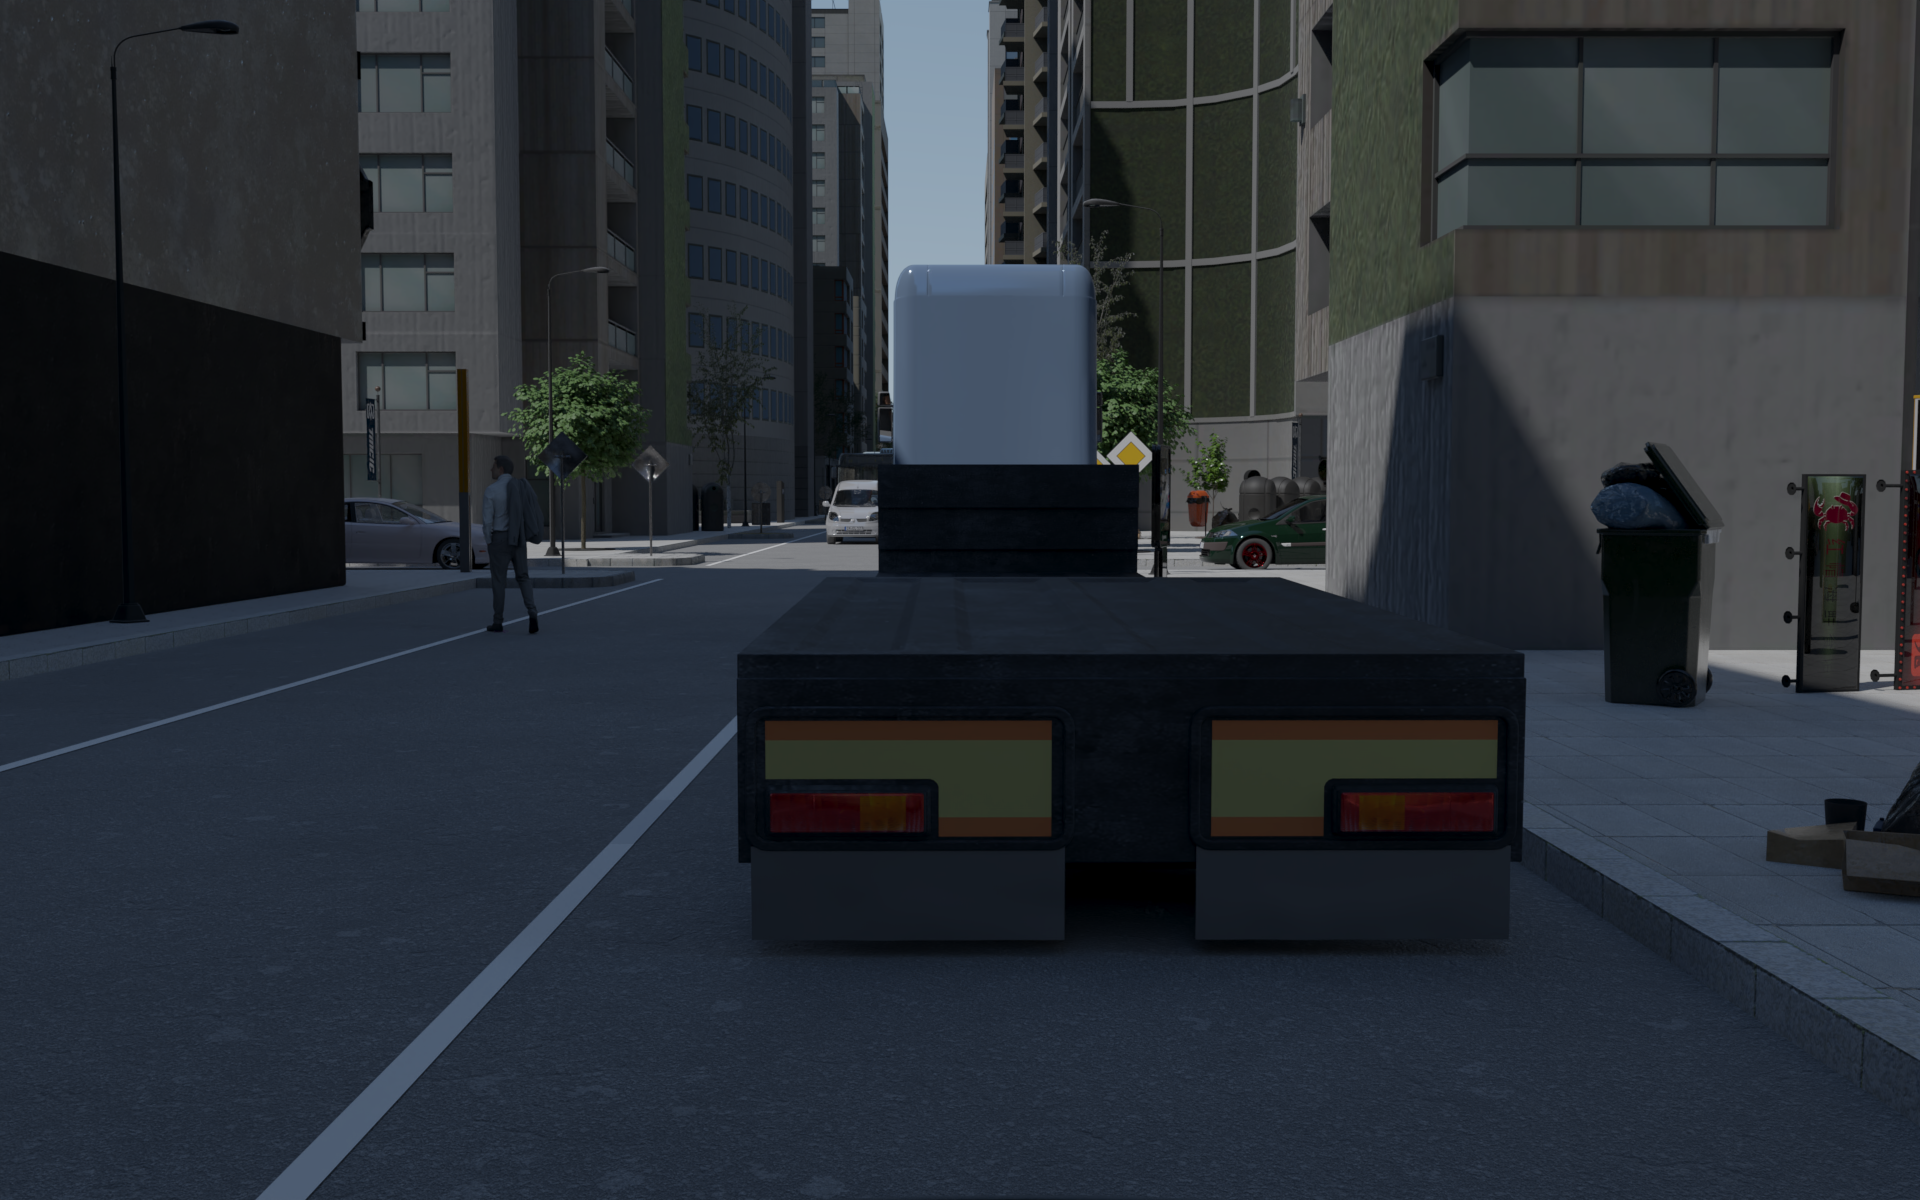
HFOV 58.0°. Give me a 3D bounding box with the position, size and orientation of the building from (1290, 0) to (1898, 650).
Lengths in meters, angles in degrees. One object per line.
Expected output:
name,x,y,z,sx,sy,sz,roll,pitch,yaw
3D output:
building,11.015,-15.196,20.151,14.160,30.474,14.107,0,3,0

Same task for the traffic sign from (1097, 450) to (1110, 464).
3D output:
traffic sign,2.716,-1.962,35.718,0.795,2.450,0.064,0,3,0

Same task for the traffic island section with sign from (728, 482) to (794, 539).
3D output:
traffic island section with sign,-6.444,-2.916,56.309,1.989,1.847,2.006,0,3,0

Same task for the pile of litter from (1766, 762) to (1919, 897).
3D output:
pile of litter,3.396,0.513,5.576,1.176,0.858,1.719,0,4,-7

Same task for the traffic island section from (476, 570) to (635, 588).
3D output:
traffic island section,-6.388,-0.338,27.799,2.009,0.180,2.903,0,3,0

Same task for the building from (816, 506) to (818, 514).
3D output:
building,-18.899,-41.681,119.728,20.563,71.187,20.611,0,3,0

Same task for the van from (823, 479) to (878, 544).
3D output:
van,-2.965,-2.675,50.745,2.013,2.044,4.112,0,4,1

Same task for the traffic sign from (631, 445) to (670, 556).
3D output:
traffic sign,-6.378,-1.962,35.723,0.795,2.450,0.064,0,3,0

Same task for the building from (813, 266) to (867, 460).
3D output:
building,-22.447,-18.404,145.947,27.650,21.520,28.899,0,3,0

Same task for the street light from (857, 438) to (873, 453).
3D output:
street light,-7.999,-10.526,144.647,1.470,5.913,1.316,0,3,0

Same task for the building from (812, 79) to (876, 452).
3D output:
building,-15.492,-29.554,166.809,14.154,41.232,14.086,0,3,0

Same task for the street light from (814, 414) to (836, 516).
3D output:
street light,-7.927,-7.845,100.802,1.470,5.913,1.316,0,3,0

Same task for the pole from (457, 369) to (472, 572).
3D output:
pole,-8.106,-2.109,28.324,0.158,3.312,0.155,0,3,0

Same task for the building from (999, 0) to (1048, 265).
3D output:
building,14.069,-28.974,128.352,22.147,44.769,28.867,0,3,0

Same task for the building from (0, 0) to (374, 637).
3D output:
building,-16.958,-9.242,18.566,16.811,18.784,16.820,0,3,0

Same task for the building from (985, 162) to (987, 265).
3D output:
building,14.133,-37.338,234.181,21.300,48.544,21.600,0,3,0

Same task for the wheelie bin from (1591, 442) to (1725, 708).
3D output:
wheelie bin,4.285,-0.169,10.677,0.693,1.594,0.980,2,4,31

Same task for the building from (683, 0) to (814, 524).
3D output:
building,-18.946,-33.206,84.923,21.231,58.520,28.212,0,3,0

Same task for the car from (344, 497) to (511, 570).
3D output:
car,-10.765,-1.236,32.575,4.827,1.381,2.083,0,4,-2

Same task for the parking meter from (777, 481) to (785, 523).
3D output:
parking meter,-7.975,-4.360,77.004,0.255,1.863,0.399,1,4,13

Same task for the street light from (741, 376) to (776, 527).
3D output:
street light,-7.949,-5.861,68.369,1.470,5.913,1.316,0,3,0

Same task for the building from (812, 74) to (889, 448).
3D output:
building,-19.480,-35.520,204.456,21.300,48.544,21.600,0,3,0

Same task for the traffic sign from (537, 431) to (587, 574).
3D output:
traffic sign,-6.364,-1.474,27.738,0.795,2.450,0.064,0,3,0

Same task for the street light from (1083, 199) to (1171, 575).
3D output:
street light,2.638,-3.358,27.439,1.470,5.913,1.316,0,3,0

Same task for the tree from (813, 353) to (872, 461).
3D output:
tree,-9.595,-10.538,106.710,8.767,10.594,7.601,0,4,-7

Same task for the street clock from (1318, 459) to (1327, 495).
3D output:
street clock,7.586,-1.903,35.681,0.358,2.002,0.471,-1,4,-22

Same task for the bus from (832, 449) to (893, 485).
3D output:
bus,-3.285,-4.638,70.685,2.948,3.499,13.247,0,4,0

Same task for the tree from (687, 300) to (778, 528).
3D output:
tree,-8.908,-6.999,64.796,4.360,8.622,3.978,0,3,0

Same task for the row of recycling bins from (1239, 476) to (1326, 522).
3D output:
row of recycling bins,7.848,-2.081,41.140,1.069,1.692,3.534,3,5,42

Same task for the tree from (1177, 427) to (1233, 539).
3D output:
tree,7.365,-3.381,49.874,1.663,3.219,1.824,0,3,0

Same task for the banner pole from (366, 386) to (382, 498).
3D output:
banner pole,-13.530,-3.060,40.051,0.401,3.779,0.863,0,4,7

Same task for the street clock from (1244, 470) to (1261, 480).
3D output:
street clock,8.709,-2.879,51.648,0.471,2.002,0.358,-1,4,-22

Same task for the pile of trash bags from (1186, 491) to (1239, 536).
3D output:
pile of trash bags,7.155,-2.135,44.663,3.447,1.369,1.912,-3,4,-38

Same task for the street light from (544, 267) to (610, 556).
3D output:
street light,-7.867,-3.856,35.590,1.470,5.913,1.316,0,3,0

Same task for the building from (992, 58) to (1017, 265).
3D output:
building,10.315,-32.367,179.318,14.600,45.320,14.200,0,3,0

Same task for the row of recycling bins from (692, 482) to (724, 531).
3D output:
row of recycling bins,-9.920,-3.235,60.010,3.534,1.692,1.069,0,4,4

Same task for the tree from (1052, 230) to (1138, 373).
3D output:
tree,3.111,-6.010,48.627,4.360,8.622,3.978,0,3,0

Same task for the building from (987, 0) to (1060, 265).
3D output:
building,13.783,-40.770,208.594,21.231,58.520,28.212,0,3,0

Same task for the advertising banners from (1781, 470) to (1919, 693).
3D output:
advertising banners,6.322,-0.923,11.281,2.074,3.025,0.090,-1,4,-13

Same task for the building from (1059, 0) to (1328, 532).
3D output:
building,12.231,-38.171,62.346,20.563,71.187,20.611,0,3,0

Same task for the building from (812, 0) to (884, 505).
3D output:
building,-19.325,-49.984,255.484,20.563,71.187,20.611,0,3,0

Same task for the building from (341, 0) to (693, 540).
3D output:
building,-16.034,-22.436,50.416,14.154,41.232,14.086,0,3,0

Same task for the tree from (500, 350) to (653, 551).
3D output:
tree,-8.699,-3.412,39.506,4.285,4.588,4.351,0,3,0

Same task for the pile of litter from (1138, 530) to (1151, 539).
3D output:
pile of litter,4.663,-2.160,49.289,1.719,0.858,1.176,1,4,14

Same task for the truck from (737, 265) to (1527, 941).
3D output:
truck,0.457,-1.517,14.568,2.967,4.110,18.799,0,4,0

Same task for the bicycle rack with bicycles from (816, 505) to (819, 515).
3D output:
bicycle rack with bicycles,-9.522,-5.534,103.857,2.852,0.926,2.925,3,5,42

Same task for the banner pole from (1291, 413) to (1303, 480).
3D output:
banner pole,10.377,-3.874,53.354,0.401,3.779,0.863,2,4,35

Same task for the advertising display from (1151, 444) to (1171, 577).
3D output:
advertising display,2.656,-1.080,22.879,0.123,1.923,0.974,1,4,15

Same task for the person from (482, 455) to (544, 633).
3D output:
person,-4.612,-0.568,17.882,0.679,1.850,0.850,-3,5,-43

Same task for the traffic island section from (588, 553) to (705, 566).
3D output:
traffic island section,-6.401,-0.826,35.784,2.009,0.180,2.903,0,3,0

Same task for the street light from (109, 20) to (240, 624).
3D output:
street light,-7.764,-2.727,17.136,1.470,5.913,1.316,0,3,0

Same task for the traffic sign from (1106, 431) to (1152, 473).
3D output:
traffic sign,2.730,-1.473,27.733,0.795,2.450,0.064,0,3,0

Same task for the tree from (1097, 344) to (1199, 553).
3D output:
tree,3.552,-3.322,38.024,4.285,4.588,4.351,0,3,0

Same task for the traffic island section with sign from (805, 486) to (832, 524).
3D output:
traffic island section with sign,-6.501,-4.629,84.309,1.989,1.847,2.006,0,3,0

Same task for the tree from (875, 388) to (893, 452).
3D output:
tree,-9.314,-16.531,187.290,9.611,12.733,9.660,0,3,0

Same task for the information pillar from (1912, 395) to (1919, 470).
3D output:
information pillar,7.284,-0.511,12.852,0.304,2.012,0.304,-2,4,-23

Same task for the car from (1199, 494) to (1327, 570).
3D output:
car,6.567,-1.367,32.143,4.222,1.686,2.009,0,4,1
